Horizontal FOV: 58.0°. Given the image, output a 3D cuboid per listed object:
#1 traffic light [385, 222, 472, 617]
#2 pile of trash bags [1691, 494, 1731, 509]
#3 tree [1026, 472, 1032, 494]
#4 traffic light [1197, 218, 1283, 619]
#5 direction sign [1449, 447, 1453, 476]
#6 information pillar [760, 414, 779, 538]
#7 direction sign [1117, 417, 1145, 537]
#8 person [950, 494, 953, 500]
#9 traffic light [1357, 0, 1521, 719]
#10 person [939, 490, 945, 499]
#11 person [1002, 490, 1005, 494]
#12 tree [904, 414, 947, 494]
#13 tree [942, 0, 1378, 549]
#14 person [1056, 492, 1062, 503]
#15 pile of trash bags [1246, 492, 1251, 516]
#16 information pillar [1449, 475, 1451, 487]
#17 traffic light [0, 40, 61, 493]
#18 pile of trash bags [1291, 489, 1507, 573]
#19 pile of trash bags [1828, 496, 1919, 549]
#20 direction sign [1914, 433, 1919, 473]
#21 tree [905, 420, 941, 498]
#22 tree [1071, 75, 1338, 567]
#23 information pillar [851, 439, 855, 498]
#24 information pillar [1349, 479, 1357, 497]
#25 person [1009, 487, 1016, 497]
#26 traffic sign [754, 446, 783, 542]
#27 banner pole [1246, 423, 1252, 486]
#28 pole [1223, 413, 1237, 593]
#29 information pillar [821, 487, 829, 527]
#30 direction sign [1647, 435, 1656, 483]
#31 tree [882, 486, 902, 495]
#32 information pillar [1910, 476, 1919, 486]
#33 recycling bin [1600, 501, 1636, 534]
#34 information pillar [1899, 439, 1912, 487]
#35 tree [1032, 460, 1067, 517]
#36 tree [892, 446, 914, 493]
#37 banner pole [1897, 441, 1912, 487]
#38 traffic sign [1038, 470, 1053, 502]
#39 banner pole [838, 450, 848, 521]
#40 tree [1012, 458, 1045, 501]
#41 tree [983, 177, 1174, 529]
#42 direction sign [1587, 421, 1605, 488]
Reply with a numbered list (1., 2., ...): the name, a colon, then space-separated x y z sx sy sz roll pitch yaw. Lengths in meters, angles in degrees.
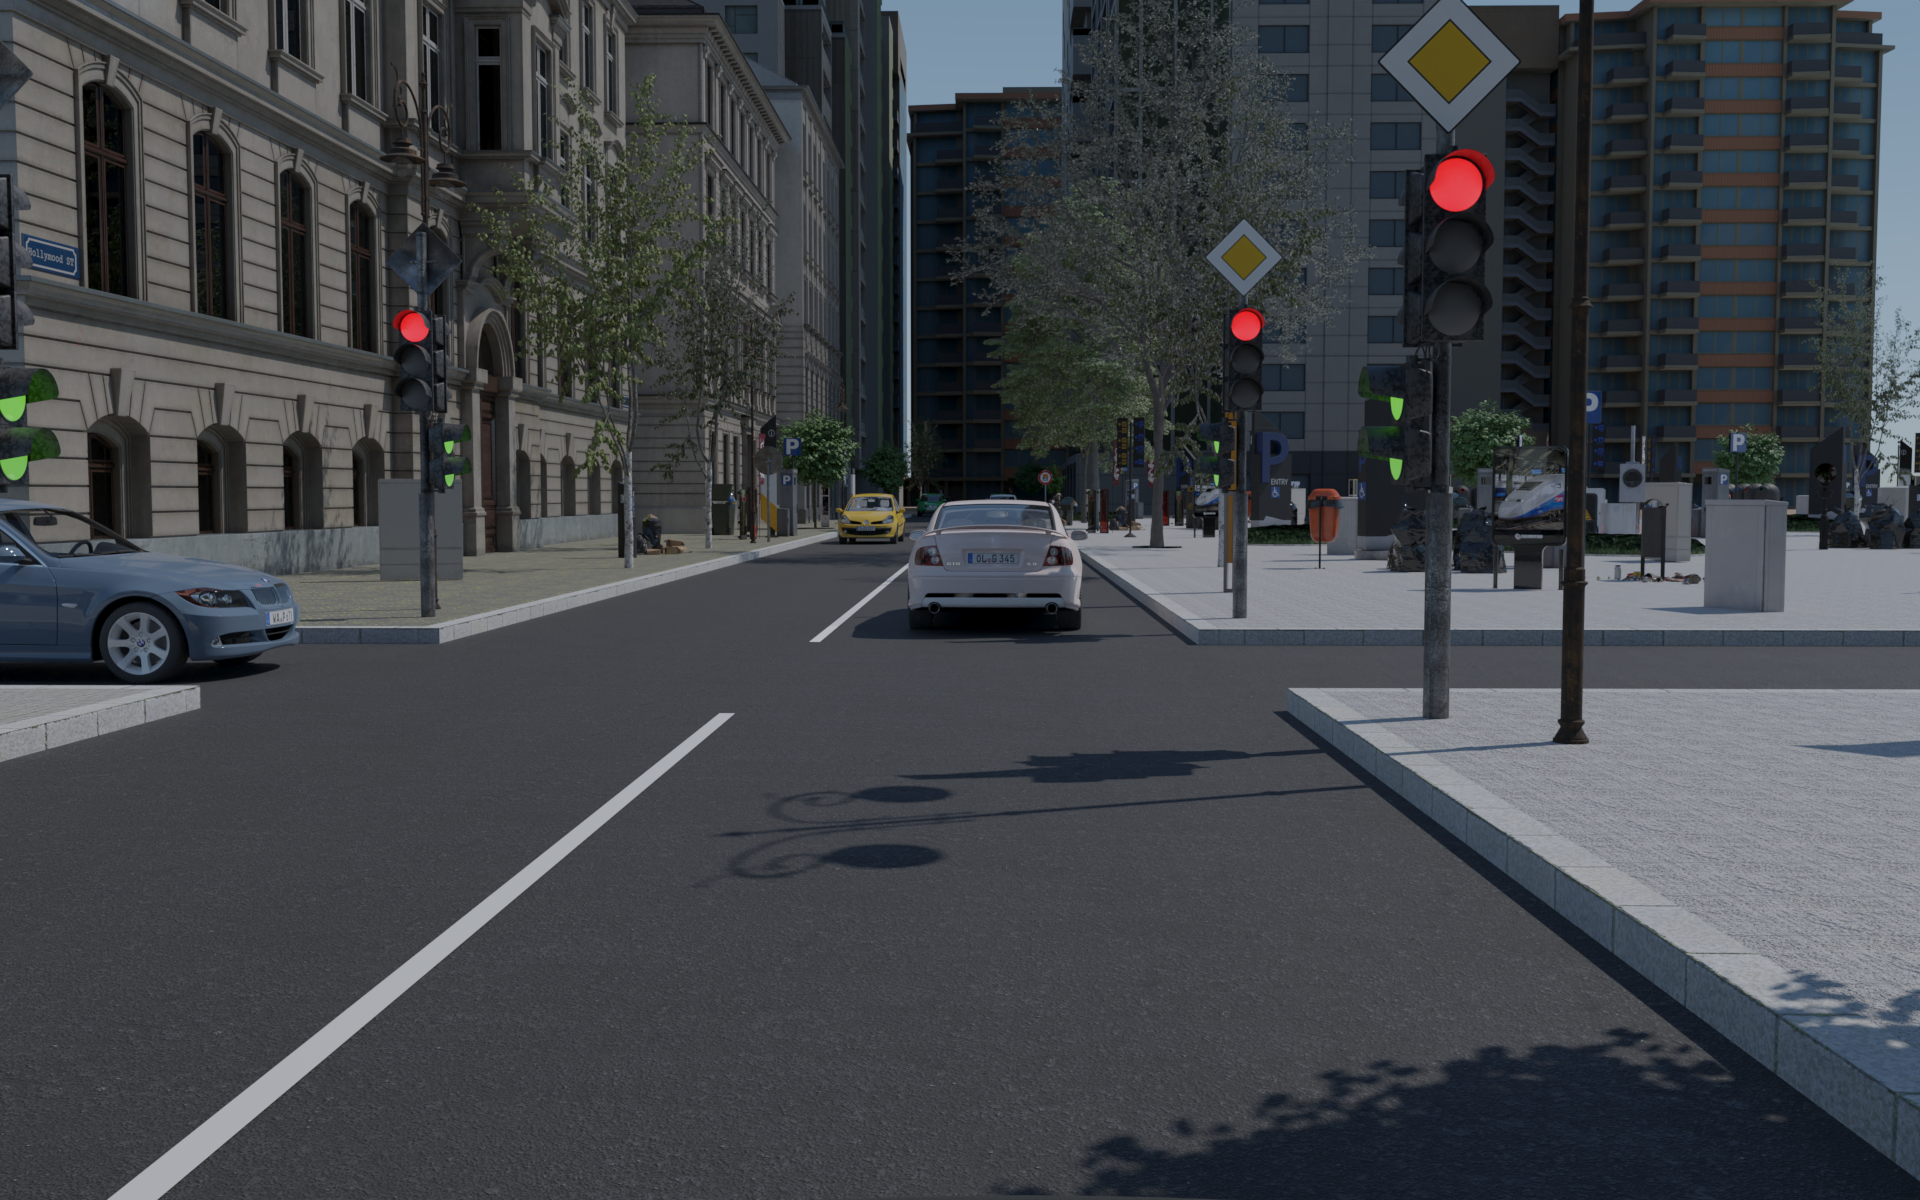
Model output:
1. traffic light: -5.535 -1.776 17.964 0.839 4.253 0.868 0 4 1
2. pile of trash bags: 23.626 -2.804 55.603 3.447 1.369 1.912 -2 4 -35
3. tree: 6.131 -9.526 150.358 1.663 3.219 1.824 0 3 0
4. traffic light: 2.875 -1.767 17.808 0.839 4.253 0.868 0 4 1
5. direction sign: 20.773 -4.999 73.730 0.379 3.537 0.876 3 5 43
6. information pillar: -5.617 -3.643 50.920 0.504 3.616 0.183 -2 4 -27
7. direction sign: 5.046 -3.625 51.261 0.876 3.537 0.379 2 4 29
8. person: -0.856 -9.029 159.382 0.557 1.426 1.065 2 4 26
9. traffic light: 2.712 -1.279 9.825 0.839 4.253 0.868 0 4 1
10. person: -1.545 -7.534 132.418 1.217 1.736 0.721 3 5 43
11. person: 4.083 -9.318 160.864 0.705 1.822 1.348 -1 4 -16
12. tree: -3.127 -12.724 158.399 4.737 8.622 4.395 0 3 0
13. tree: 4.730 -7.965 40.593 12.009 13.543 11.850 0 3 0
14. person: 9.779 -10.041 172.670 1.348 1.824 0.705 -3 5 -43
15. pile of trash bags: 12.093 -3.349 64.508 3.447 1.369 1.912 2 4 31
16. information pillar: 18.546 -3.767 66.077 0.304 2.012 0.304 0 4 8
17. traffic light: -5.698 -1.288 9.980 0.839 4.253 0.868 0 4 1
18. pile of trash bags: 7.536 -1.194 29.267 3.447 1.369 1.912 2 4 26
19. pile of trash bags: 22.498 -1.924 41.208 3.447 1.369 1.912 -1 4 -17
20. direction sign: 35.572 -4.385 63.697 0.876 3.537 0.379 3 4 38
21. tree: -3.863 -13.469 170.578 4.360 8.622 3.978 0 3 0
22. tree: 4.407 -4.890 30.315 4.360 8.622 3.978 0 3 0
23. information pillar: -4.552 -5.034 73.661 0.183 3.616 0.504 0 4 8
24. information pillar: 19.519 -4.989 86.057 0.304 2.012 0.304 -3 5 -43
25. person: 2.791 -5.280 94.833 0.705 1.822 1.348 2 4 34
26. traffic sign: -5.118 -2.821 46.236 0.768 2.556 0.104 0 4 4
27. banner pole: 10.132 -4.296 60.256 0.863 3.779 0.401 1 4 22
28. pole: 3.526 -1.753 22.508 0.158 3.312 0.155 0 3 0
29. information pillar: -5.237 -3.833 67.169 0.304 2.012 0.304 -1 4 -13
30. direction sign: 26.718 -4.587 66.998 0.379 3.537 0.876 0 4 5
31. tree: -4.484 -7.290 113.793 1.663 3.219 1.824 0 3 0
32. information pillar: 38.085 -3.949 69.053 0.304 2.012 0.304 -1 4 -11
33. recycling bin: 17.970 -2.126 47.317 0.722 1.027 0.722 0 4 0
34. information pillar: 40.349 -5.053 73.973 0.504 3.616 0.183 1 4 20
35. tree: 5.309 -6.284 97.346 1.663 3.219 1.824 0 3 0
36. tree: -4.232 -7.259 102.392 4.285 4.588 4.351 0 3 0
37. banner pole: 44.265 -5.586 81.342 0.863 3.779 0.401 0 4 -1
38. traffic sign: 4.600 -5.699 93.288 0.768 2.556 0.104 0 4 7
39. banner pole: -5.184 -5.263 76.063 0.401 3.779 0.863 3 4 36
40. tree: 6.334 -10.570 156.529 4.285 4.588 4.351 0 3 0
41. tree: 4.527 -8.842 62.688 7.486 12.596 7.792 0 3 0
42. direction sign: 19.611 -3.793 54.020 0.876 3.537 0.379 1 4 20
